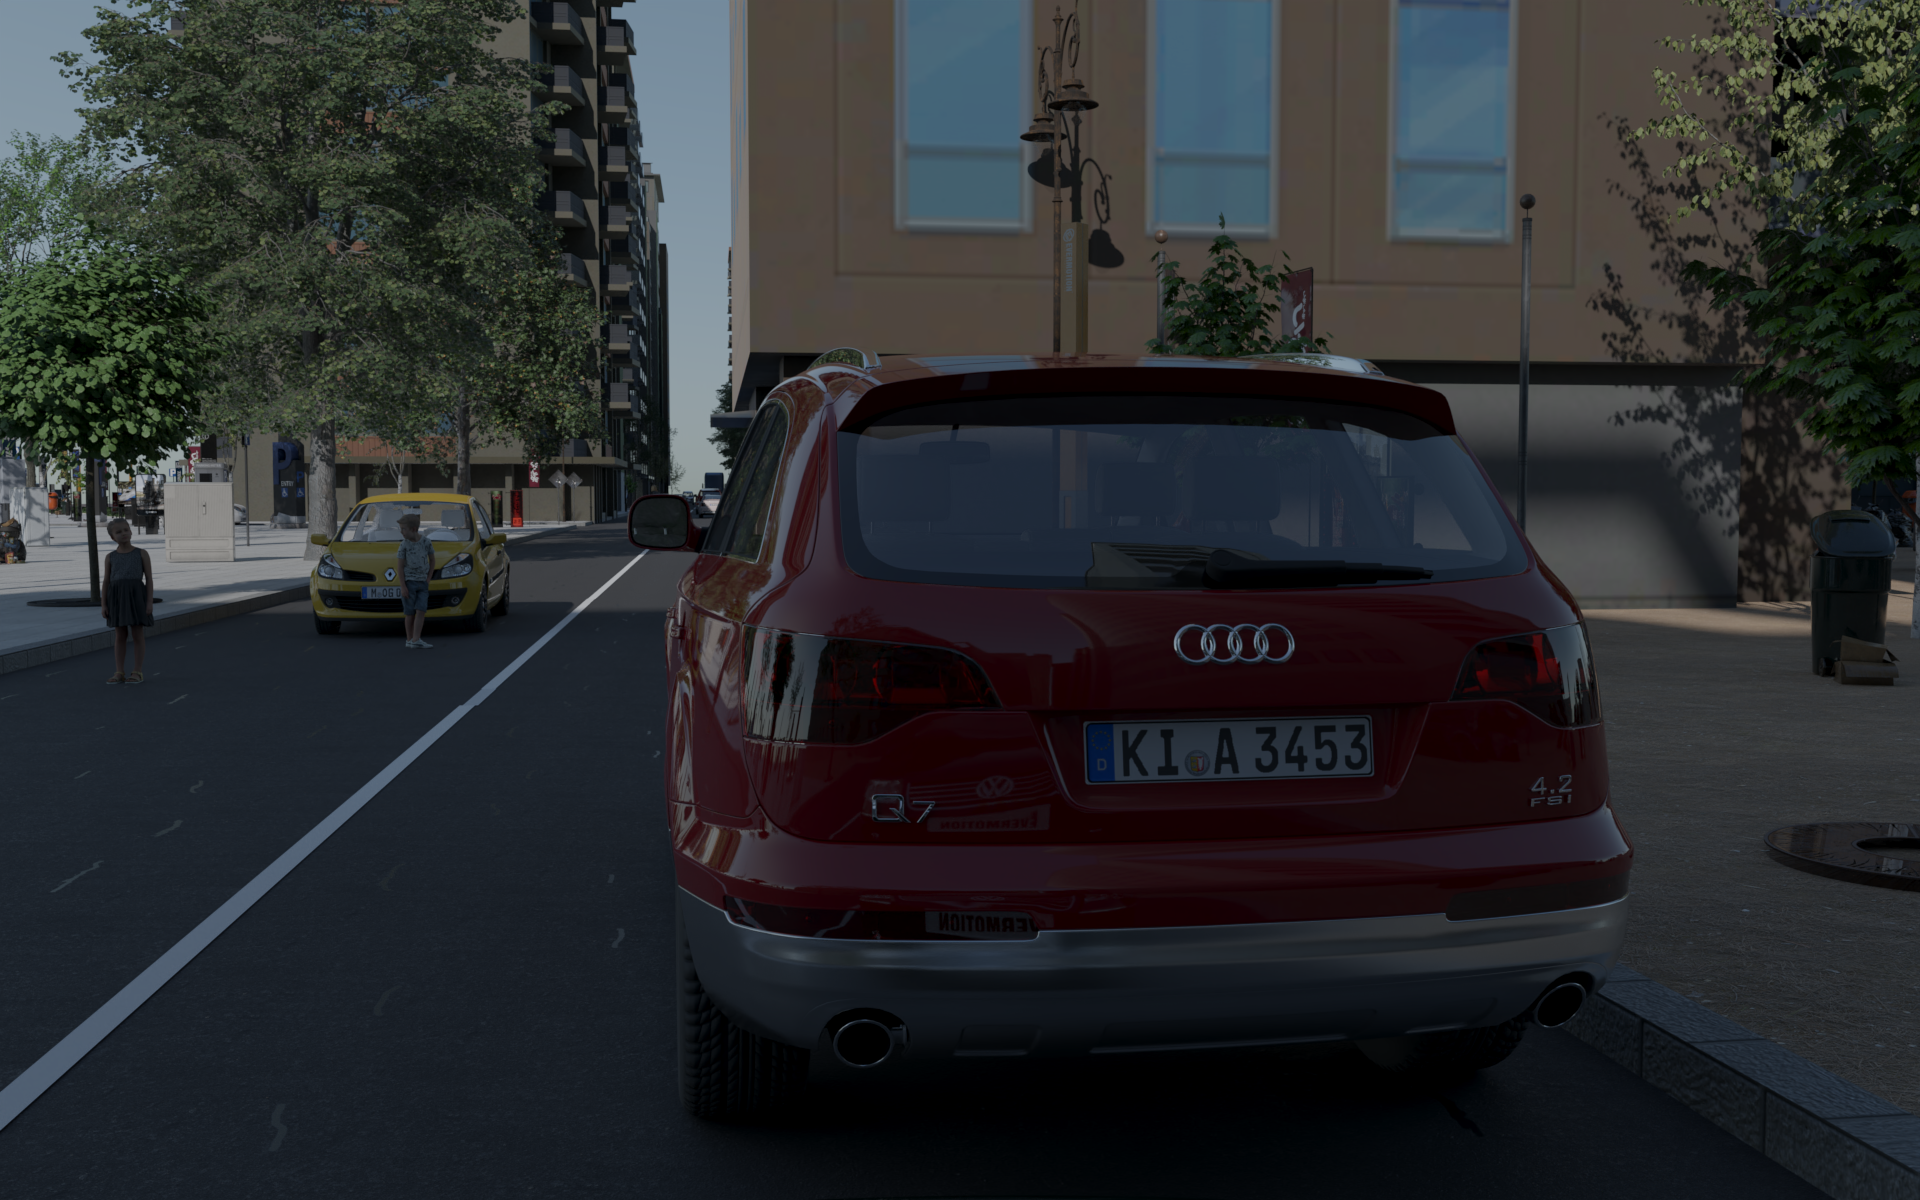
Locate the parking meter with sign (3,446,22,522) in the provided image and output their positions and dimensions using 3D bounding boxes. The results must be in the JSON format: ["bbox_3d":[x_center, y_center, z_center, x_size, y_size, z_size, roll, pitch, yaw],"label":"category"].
[{"bbox_3d":[-35.056,-4.075,62.895,0.543,3.016,1.738,3,5,39],"label":"parking meter with sign"}]

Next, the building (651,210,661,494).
[{"bbox_3d":[-49.373,-34.145,241.864,14.154,41.232,14.086,-1,4,-8],"label":"building"}]

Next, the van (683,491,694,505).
[{"bbox_3d":[-35.754,-13.488,227.542,2.013,2.044,4.112,-1,4,-8],"label":"van"}]

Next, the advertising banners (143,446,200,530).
[{"bbox_3d":[-28.483,-4.068,62.697,2.074,3.025,0.090,-1,4,-15],"label":"advertising banners"}]

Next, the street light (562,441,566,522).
[{"bbox_3d":[-18.167,-6.516,79.323,0.468,5.910,1.993,-1,4,-8],"label":"street light"}]

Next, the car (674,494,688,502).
[{"bbox_3d":[-29.023,-10.190,178.399,2.131,1.459,4.920,0,4,-7],"label":"car"}]

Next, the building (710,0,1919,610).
[{"bbox_3d":[3.718,-22.875,24.119,14.600,45.320,14.200,-1,4,-8],"label":"building"}]

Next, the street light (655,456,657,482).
[{"bbox_3d":[-36.855,-14.497,209.814,0.468,5.910,1.993,-1,4,-8],"label":"street light"}]

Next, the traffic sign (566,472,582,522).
[{"bbox_3d":[-17.626,-4.613,79.062,0.795,2.450,0.064,-1,4,-8],"label":"traffic sign"}]

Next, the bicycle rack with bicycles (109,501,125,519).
[{"bbox_3d":[-43.839,-4.784,91.597,2.852,0.926,2.925,-1,4,-10],"label":"bicycle rack with bicycles"}]

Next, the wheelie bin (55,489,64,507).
[{"bbox_3d":[-60.436,-6.596,115.760,0.980,1.594,0.693,-2,4,-31],"label":"wheelie bin"}]

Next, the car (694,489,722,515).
[{"bbox_3d":[-17.757,-6.992,122.993,2.281,1.827,5.304,-1,4,-8],"label":"car"}]

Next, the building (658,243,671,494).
[{"bbox_3d":[-57.161,-39.628,298.031,14.600,45.320,14.200,-1,4,-8],"label":"building"}]

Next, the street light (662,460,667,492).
[{"bbox_3d":[-40.801,-16.201,237.680,0.468,5.910,1.993,-1,4,-8],"label":"street light"}]

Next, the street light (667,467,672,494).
[{"bbox_3d":[-44.865,-17.906,265.552,0.468,5.910,1.993,-1,4,-8],"label":"street light"}]

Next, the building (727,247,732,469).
[{"bbox_3d":[-28.956,-39.445,299.547,22.147,44.769,28.867,-1,4,-8],"label":"building"}]

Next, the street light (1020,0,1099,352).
[{"bbox_3d":[0.928,-2.677,16.556,0.468,5.910,1.993,-1,4,-8],"label":"street light"}]

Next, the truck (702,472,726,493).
[{"bbox_3d":[-29.464,-13.386,208.614,2.967,4.110,18.799,-1,4,-9],"label":"truck"}]

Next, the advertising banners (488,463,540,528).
[{"bbox_3d":[-17.022,-4.290,66.336,2.074,3.025,0.090,-2,4,-27],"label":"advertising banners"}]

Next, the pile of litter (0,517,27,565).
[{"bbox_3d":[-17.831,-1.102,31.980,1.176,0.858,1.719,-1,4,-11],"label":"pile of litter"}]

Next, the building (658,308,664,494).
[{"bbox_3d":[-51.416,-29.701,257.311,14.160,30.474,14.107,-1,4,-8],"label":"building"}]

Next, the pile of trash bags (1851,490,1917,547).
[{"bbox_3d":[22.396,-1.987,42.234,3.447,1.369,1.912,-2,4,-31],"label":"pile of trash bags"}]

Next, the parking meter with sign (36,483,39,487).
[{"bbox_3d":[-62.440,-7.386,117.025,0.543,3.016,1.738,1,4,15],"label":"parking meter with sign"}]

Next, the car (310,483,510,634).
[{"bbox_3d":[-5.963,-0.539,19.033,2.015,1.641,3.980,-1,4,-9],"label":"car"}]

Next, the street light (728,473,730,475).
[{"bbox_3d":[-41.602,-20.742,311.910,0.468,5.910,1.993,-1,4,-8],"label":"street light"}]

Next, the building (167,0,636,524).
[{"bbox_3d":[-28.707,-26.758,92.111,22.147,44.769,28.867,-1,4,-8],"label":"building"}]

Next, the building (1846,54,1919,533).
[{"bbox_3d":[28.390,-38.295,64.373,20.611,71.187,20.563,-1,4,-8],"label":"building"}]

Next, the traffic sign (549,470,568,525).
[{"bbox_3d":[-16.489,-4.129,71.158,0.795,2.450,0.064,-1,4,-8],"label":"traffic sign"}]

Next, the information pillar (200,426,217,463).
[{"bbox_3d":[-23.045,-3.778,53.130,0.504,3.616,0.183,-3,5,-42],"label":"information pillar"}]

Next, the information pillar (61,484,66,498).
[{"bbox_3d":[-67.560,-7.710,130.555,0.304,2.012,0.304,-3,4,-36],"label":"information pillar"}]

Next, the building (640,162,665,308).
[{"bbox_3d":[-61.717,-42.012,276.130,28.713,52.752,27.495,-1,4,-8],"label":"building"}]

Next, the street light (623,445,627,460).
[{"bbox_3d":[-26.029,-9.864,134.068,0.468,5.910,1.993,-1,4,-8],"label":"street light"}]

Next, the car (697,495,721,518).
[{"bbox_3d":[-14.907,-5.662,104.928,2.083,1.381,4.827,-1,4,-9],"label":"car"}]

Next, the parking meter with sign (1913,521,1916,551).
[{"bbox_3d":[22.239,-2.590,38.608,1.738,3.016,0.543,0,4,-2],"label":"parking meter with sign"}]

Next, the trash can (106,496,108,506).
[{"bbox_3d":[-62.417,-7.006,126.205,0.748,1.137,0.748,0,3,0],"label":"trash can"}]

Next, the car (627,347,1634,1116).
[{"bbox_3d":[0.066,0.184,5.664,2.281,1.827,5.304,-1,4,-10],"label":"car"}]

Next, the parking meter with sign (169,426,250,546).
[{"bbox_3d":[-18.297,-2.816,42.304,1.738,3.016,0.543,-1,4,-10],"label":"parking meter with sign"}]

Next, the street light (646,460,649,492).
[{"bbox_3d":[-32.871,-12.815,182.317,0.468,5.910,1.993,-1,4,-8],"label":"street light"}]

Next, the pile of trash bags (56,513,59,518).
[{"bbox_3d":[-50.543,-5.188,94.582,3.447,1.369,1.912,1,4,23],"label":"pile of trash bags"}]

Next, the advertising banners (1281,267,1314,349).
[{"bbox_3d":[2.864,-1.023,12.913,0.090,3.025,2.074,-1,4,-17],"label":"advertising banners"}]

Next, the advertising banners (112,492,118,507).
[{"bbox_3d":[-63.782,-8.235,130.836,2.074,3.025,0.090,0,4,-7],"label":"advertising banners"}]

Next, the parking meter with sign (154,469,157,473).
[{"bbox_3d":[-55.948,-7.679,121.816,1.738,3.016,0.543,1,4,11],"label":"parking meter with sign"}]

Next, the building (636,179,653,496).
[{"bbox_3d":[-46.504,-32.641,217.279,14.154,41.232,14.086,-1,4,-8],"label":"building"}]

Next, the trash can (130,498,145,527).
[{"bbox_3d":[-32.153,-3.440,67.899,0.748,1.137,0.748,0,3,0],"label":"trash can"}]

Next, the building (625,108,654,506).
[{"bbox_3d":[-46.941,-35.163,194.521,23.786,49.044,30.456,-1,4,-8],"label":"building"}]

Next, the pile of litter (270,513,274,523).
[{"bbox_3d":[-30.009,-3.870,77.244,1.176,0.858,1.719,3,5,44],"label":"pile of litter"}]

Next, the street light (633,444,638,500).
[{"bbox_3d":[-29.054,-11.141,154.940,0.468,5.910,1.993,-1,4,-8],"label":"street light"}]

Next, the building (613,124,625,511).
[{"bbox_3d":[-31.682,-21.552,124.075,14.160,30.474,14.107,-1,4,-8],"label":"building"}]

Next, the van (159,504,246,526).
[{"bbox_3d":[-32.369,-4.062,73.427,4.112,2.044,2.013,-1,4,-9],"label":"van"}]
